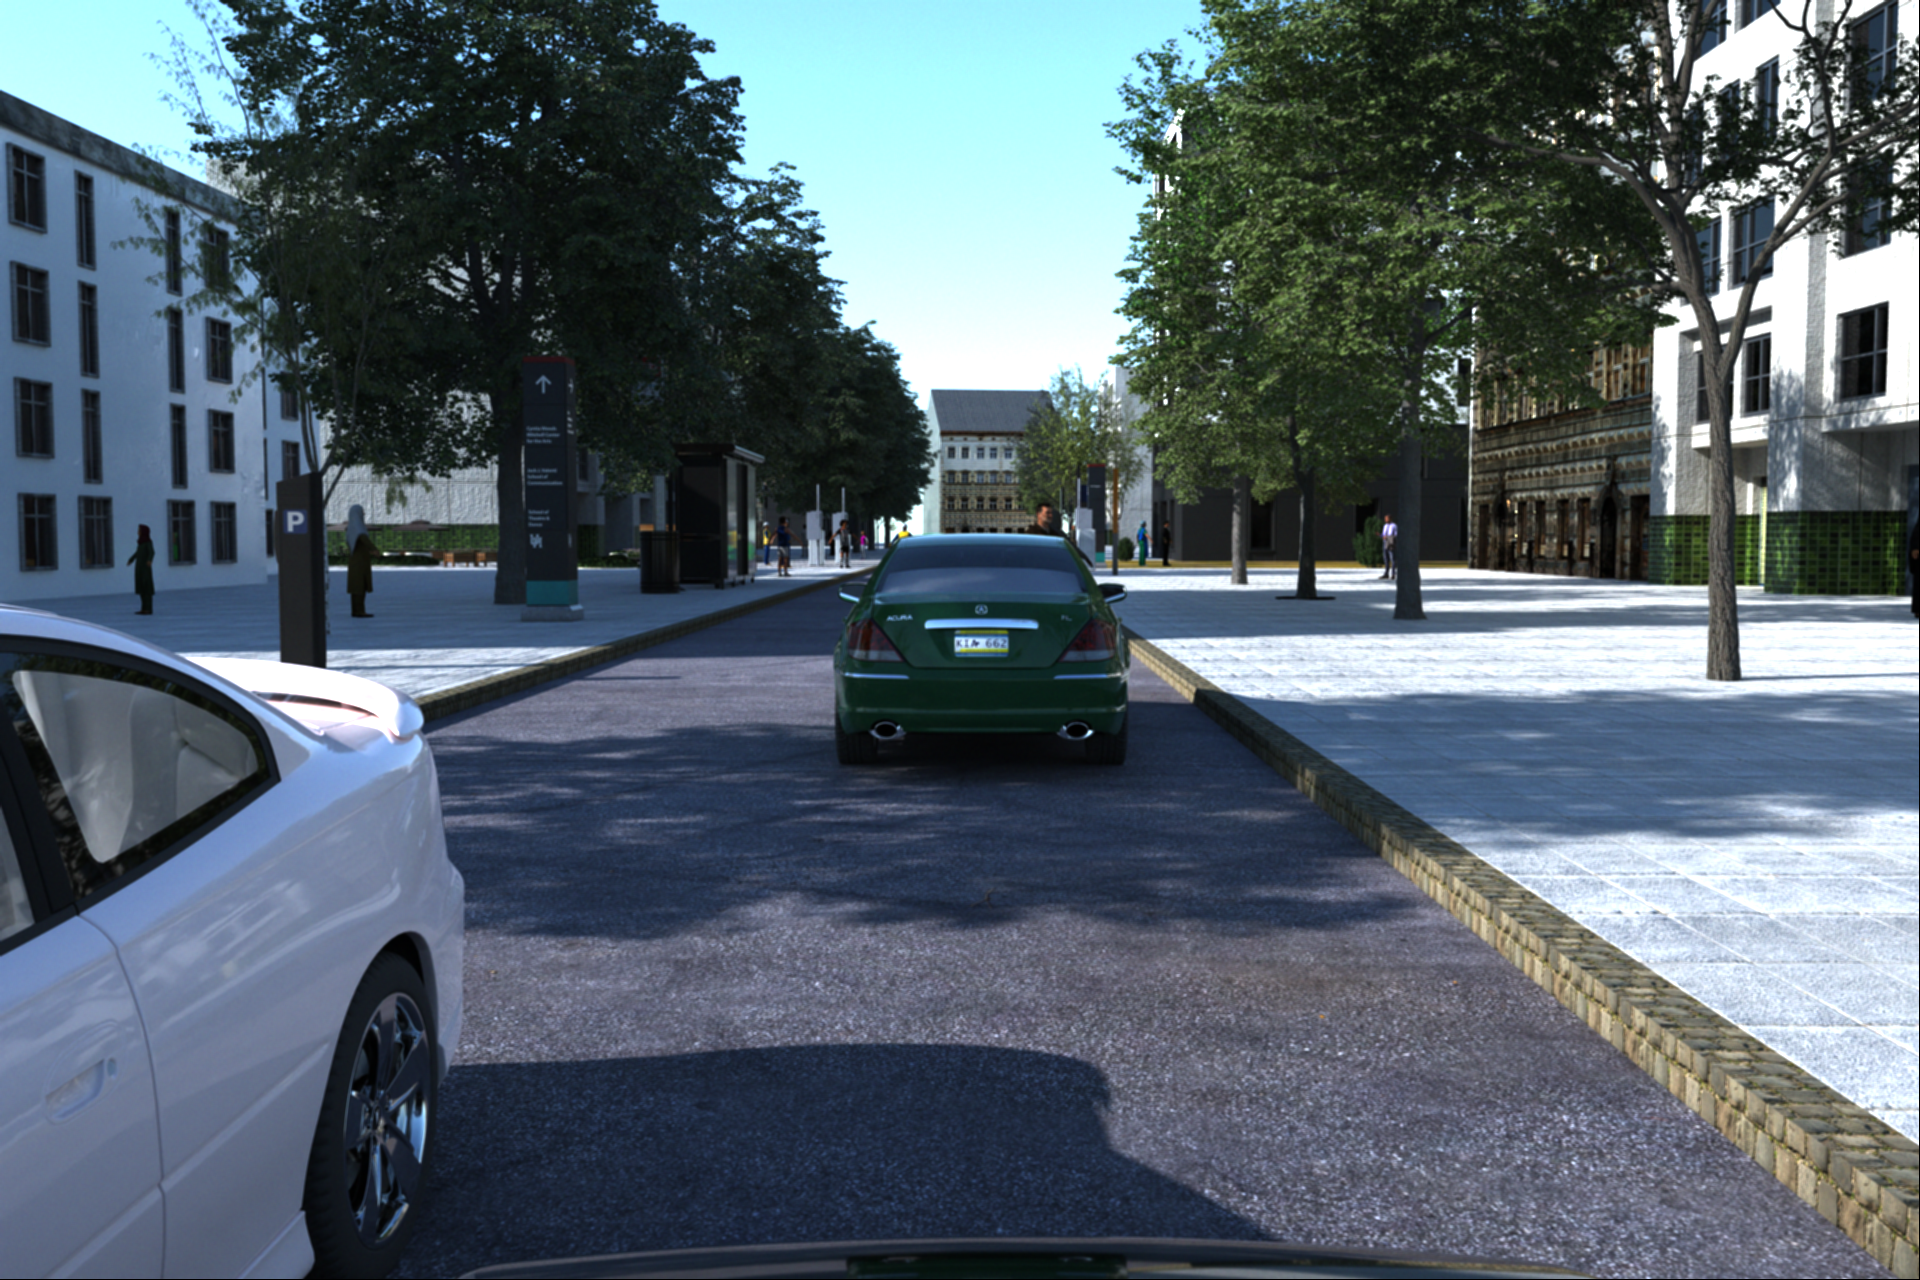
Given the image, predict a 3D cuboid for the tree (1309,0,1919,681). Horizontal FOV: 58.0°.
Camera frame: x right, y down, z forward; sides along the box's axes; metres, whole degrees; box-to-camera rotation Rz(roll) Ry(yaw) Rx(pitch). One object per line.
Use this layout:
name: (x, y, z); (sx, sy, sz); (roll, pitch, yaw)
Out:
tree: (6.930, -4.942, 15.209); (8.767, 10.594, 7.601); (2, 4, 32)

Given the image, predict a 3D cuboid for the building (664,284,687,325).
building: (-25.398, -15.910, 116.552); (16.016, 20.090, 11.380); (0, 4, 1)

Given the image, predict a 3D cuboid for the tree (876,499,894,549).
tree: (-6.700, -11.886, 144.698); (4.737, 8.622, 4.395); (0, 3, 0)

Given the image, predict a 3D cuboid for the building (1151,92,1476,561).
building: (24.455, -15.455, 96.667); (27.936, 21.610, 32.646); (0, 4, 1)

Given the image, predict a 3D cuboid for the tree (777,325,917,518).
tree: (-6.981, -12.079, 104.150); (9.857, 13.997, 8.962); (0, 3, 0)

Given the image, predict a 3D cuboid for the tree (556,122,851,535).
tree: (-7.968, -8.922, 52.525); (9.857, 13.997, 8.962); (0, 3, 0)

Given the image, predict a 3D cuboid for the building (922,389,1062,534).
building: (4.545, -26.203, 261.810); (18.063, 23.208, 19.493); (-1, 4, -9)

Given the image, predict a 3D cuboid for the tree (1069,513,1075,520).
tree: (17.925, -18.924, 259.769); (4.737, 8.622, 4.395); (0, 3, 0)

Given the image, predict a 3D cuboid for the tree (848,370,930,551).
tree: (-6.998, -13.947, 134.690); (9.857, 13.997, 8.962); (0, 3, 0)

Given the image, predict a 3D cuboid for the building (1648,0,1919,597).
building: (25.806, -9.897, 28.277); (16.747, 18.905, 31.486); (0, 4, 1)

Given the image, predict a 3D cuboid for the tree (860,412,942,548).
tree: (-6.489, -15.162, 154.553); (9.857, 13.997, 8.962); (0, 3, 0)

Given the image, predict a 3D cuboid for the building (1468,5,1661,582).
building: (27.679, -13.611, 53.469); (19.493, 23.208, 18.063); (0, 4, 1)

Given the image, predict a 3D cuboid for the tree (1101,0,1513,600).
tree: (6.715, -6.596, 33.607); (9.928, 11.665, 9.643); (0, 3, 0)

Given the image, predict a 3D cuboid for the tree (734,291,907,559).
tree: (-7.174, -11.091, 87.995); (9.857, 13.997, 8.962); (0, 3, 0)

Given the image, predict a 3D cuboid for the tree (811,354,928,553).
tree: (-7.126, -12.914, 117.804); (9.857, 13.997, 8.962); (0, 3, 0)

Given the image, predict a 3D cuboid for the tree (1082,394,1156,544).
tree: (8.084, -8.449, 88.506); (4.360, 8.622, 3.978); (0, 3, 0)

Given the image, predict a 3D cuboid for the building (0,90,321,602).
building: (-22.565, -6.302, 45.184); (9.099, 9.664, 28.070); (0, 4, 0)

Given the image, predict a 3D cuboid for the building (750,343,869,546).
building: (-24.889, -21.580, 196.804); (27.936, 21.610, 32.646); (0, 4, 1)

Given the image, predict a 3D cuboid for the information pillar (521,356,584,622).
information pillar: (-6.043, -2.215, 25.589); (0.750, 3.857, 0.750); (0, 4, 1)

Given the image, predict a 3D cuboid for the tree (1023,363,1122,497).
tree: (5.070, -7.539, 73.624); (4.737, 8.622, 4.395); (0, 3, 0)

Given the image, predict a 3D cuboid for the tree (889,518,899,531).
tree: (-6.797, -13.197, 166.141); (4.360, 8.622, 3.978); (0, 3, 0)

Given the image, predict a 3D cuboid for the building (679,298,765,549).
building: (-26.446, -18.963, 140.974); (19.493, 23.208, 18.063); (0, 4, 1)

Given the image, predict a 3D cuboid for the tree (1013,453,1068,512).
tree: (8.637, -14.271, 167.741); (7.601, 10.594, 8.767); (-1, 4, -13)

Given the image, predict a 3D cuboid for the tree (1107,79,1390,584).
tree: (7.350, -7.673, 43.573); (7.486, 12.596, 7.792); (0, 3, 0)

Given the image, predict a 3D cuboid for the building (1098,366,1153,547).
building: (24.691, -19.838, 190.811); (16.747, 18.905, 31.486); (0, 4, 0)

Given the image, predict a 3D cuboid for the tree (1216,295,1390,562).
tree: (14.217, -9.495, 73.374); (7.486, 12.596, 7.792); (0, 3, 0)

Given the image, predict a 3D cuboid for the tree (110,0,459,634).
tree: (-8.121, -4.391, 22.159); (4.360, 8.622, 3.978); (0, 3, 0)

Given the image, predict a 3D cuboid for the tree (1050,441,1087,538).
tree: (8.482, -11.431, 137.264); (4.360, 8.622, 3.978); (0, 3, 0)

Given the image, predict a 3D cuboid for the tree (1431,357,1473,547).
tree: (21.196, -7.468, 72.466); (4.360, 8.622, 3.978); (0, 3, 0)

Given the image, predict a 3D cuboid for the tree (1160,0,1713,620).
tree: (6.826, -6.557, 25.333); (7.486, 12.596, 7.792); (0, 3, 0)

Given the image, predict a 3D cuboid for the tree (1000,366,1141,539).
tree: (8.092, -13.275, 127.422); (12.009, 13.543, 11.850); (0, 3, 0)

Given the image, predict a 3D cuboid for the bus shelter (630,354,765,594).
bus shelter: (-6.241, -3.895, 41.320); (2.179, 5.291, 8.768); (0, 4, 0)

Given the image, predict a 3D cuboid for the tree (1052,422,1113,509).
tree: (7.843, -10.033, 114.402); (4.360, 8.622, 3.978); (0, 3, 0)

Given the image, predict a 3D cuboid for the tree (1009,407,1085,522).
tree: (8.231, -14.415, 153.805); (7.486, 12.596, 7.792); (0, 3, 0)

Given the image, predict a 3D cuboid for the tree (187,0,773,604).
tree: (-8.370, -7.638, 31.535); (9.857, 13.997, 8.962); (0, 3, 0)

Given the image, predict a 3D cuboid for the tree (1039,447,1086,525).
tree: (8.247, -11.821, 143.633); (4.360, 8.622, 3.978); (0, 3, 0)

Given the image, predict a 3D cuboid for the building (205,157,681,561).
building: (-26.779, -14.131, 97.506); (16.747, 18.905, 31.486); (0, 4, 1)
